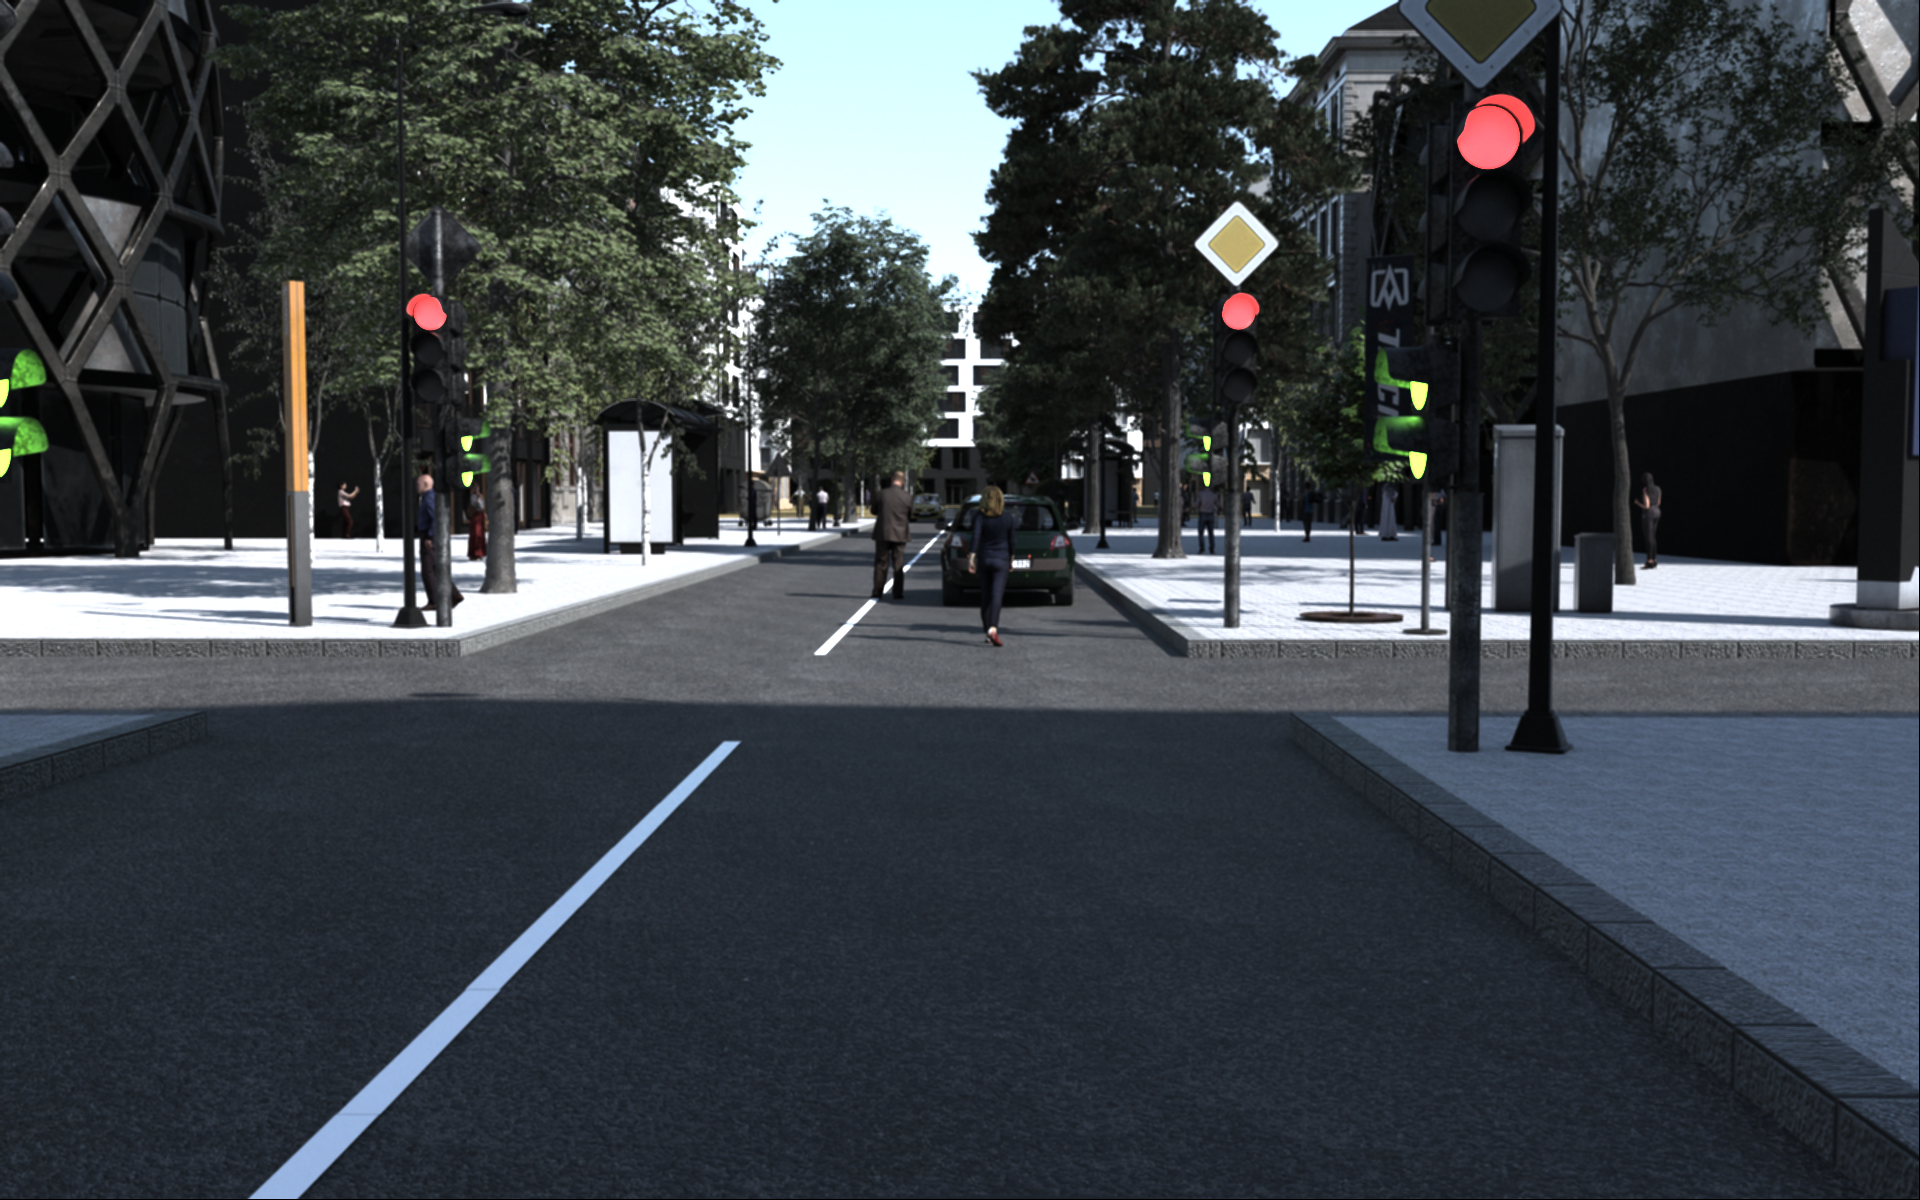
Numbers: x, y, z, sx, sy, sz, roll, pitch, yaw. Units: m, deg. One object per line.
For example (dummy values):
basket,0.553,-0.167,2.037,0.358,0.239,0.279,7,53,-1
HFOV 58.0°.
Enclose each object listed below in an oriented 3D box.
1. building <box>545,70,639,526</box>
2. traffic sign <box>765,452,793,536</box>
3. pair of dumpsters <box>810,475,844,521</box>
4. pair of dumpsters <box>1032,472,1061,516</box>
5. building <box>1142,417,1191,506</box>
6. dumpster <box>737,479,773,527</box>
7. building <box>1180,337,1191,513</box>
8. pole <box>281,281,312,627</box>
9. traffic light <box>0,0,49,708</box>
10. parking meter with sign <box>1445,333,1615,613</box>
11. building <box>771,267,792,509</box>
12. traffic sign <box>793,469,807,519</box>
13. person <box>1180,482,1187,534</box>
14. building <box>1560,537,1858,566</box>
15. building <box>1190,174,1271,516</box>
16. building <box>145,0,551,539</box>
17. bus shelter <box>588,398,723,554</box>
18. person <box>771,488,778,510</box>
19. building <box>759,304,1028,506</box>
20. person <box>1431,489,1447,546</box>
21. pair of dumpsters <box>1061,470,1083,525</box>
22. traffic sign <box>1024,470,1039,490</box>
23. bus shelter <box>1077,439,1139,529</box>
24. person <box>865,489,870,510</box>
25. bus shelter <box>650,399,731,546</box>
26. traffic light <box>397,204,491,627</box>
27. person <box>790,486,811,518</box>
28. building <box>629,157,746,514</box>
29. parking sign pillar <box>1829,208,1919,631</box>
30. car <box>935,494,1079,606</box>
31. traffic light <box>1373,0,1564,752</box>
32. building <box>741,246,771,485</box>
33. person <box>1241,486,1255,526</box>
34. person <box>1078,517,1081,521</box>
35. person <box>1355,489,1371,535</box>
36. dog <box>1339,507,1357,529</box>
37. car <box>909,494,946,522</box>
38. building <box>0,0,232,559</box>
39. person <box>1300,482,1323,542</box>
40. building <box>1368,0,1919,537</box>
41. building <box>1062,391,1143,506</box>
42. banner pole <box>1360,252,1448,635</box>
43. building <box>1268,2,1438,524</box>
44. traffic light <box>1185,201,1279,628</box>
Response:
building,-21.450,-14.652,75.714,11.583,22.565,21.152,0,4,1
traffic sign,-5.589,-3.263,53.359,0.884,2.594,0.081,0,4,6
pair of dumpsters,-6.449,-5.016,84.510,1.574,2.255,4.436,0,4,1
pair of dumpsters,4.173,-4.751,80.176,1.574,2.255,4.436,0,4,1
building,36.632,-21.784,200.139,32.646,21.610,27.936,0,4,1
dumpster,-8.128,-3.850,68.711,1.264,1.857,1.865,0,4,1
building,22.943,-16.001,118.031,16.016,20.091,11.380,0,4,1
pole,-6.399,-1.399,16.709,0.158,3.312,0.155,0,3,0
traffic light,-5.059,-1.186,8.631,0.839,4.213,0.868,0,4,1
parking meter with sign,6.194,-1.382,18.859,1.738,3.016,0.543,1,4,10
building,-20.716,-17.927,149.525,11.380,20.091,16.016,0,4,1
traffic sign,-8.246,-5.443,89.102,0.768,2.556,0.104,1,4,9
person,7.037,-2.941,54.937,0.445,1.727,0.742,-2,4,-35
building,23.120,-10.267,35.324,16.811,18.784,16.820,0,4,1
building,22.940,-15.220,105.260,16.016,20.091,11.380,0,4,1
building,-21.755,-13.914,57.174,12.332,23.373,15.834,0,4,1
bus shelter,-6.791,-2.774,39.282,2.014,3.302,5.546,0,4,1
person,-18.095,-9.726,165.612,0.434,1.755,0.990,2,4,29
building,-8.047,-21.778,200.052,32.646,21.610,27.936,0,4,1
person,11.793,-2.211,43.123,0.756,1.711,0.436,-2,4,-28
pair of dumpsters,5.243,-4.291,72.645,1.574,2.255,4.436,0,4,0
traffic sign,3.818,-5.568,91.034,0.884,2.594,0.081,0,4,3
bus shelter,5.634,-4.430,66.350,2.014,3.302,5.546,0,4,1
person,-7.676,-8.358,143.620,0.541,1.710,0.530,-2,4,-26
bus shelter,-7.381,-3.353,46.109,1.731,3.624,6.357,0,4,1
traffic light,-4.966,-1.674,16.616,0.839,4.213,0.868,0,4,1
person,-8.622,-5.312,93.621,1.217,1.736,0.721,-1,4,-21
building,-29.562,-16.181,108.526,27.936,21.610,32.646,0,4,1
parking sign pillar,9.250,-1.727,16.710,1.447,3.967,1.447,-2,4,-34
car,0.642,-0.848,23.657,2.009,1.686,4.222,0,4,1
traffic light,2.502,-1.181,8.559,0.839,4.213,0.868,0,4,1
building,-23.184,-16.762,130.472,16.016,20.091,11.380,0,4,1
person,11.402,-3.714,68.729,0.963,1.587,0.435,-2,4,-25
person,5.225,-4.226,77.602,0.387,1.526,0.523,-2,4,-34
person,12.669,-2.912,54.364,0.504,1.737,0.576,-1,4,-20
dog,14.156,-3.013,63.640,0.513,0.831,0.800,-3,5,-44
car,-1.696,-4.835,89.272,2.015,1.641,3.980,0,4,2
building,-24.714,-10.276,35.472,16.820,18.784,16.811,0,4,1
person,9.386,-2.360,46.505,0.647,1.594,0.662,-2,4,-27
building,23.384,-11.983,63.367,16.820,18.784,16.811,0,4,1
building,14.124,-20.636,193.811,11.380,20.091,16.016,0,4,1
banner pole,4.093,-1.587,15.959,0.863,3.779,0.401,3,4,37
building,20.965,-15.459,81.635,11.050,23.489,19.941,0,4,1
traffic light,2.595,-1.670,16.544,0.839,4.213,0.868,0,4,1
